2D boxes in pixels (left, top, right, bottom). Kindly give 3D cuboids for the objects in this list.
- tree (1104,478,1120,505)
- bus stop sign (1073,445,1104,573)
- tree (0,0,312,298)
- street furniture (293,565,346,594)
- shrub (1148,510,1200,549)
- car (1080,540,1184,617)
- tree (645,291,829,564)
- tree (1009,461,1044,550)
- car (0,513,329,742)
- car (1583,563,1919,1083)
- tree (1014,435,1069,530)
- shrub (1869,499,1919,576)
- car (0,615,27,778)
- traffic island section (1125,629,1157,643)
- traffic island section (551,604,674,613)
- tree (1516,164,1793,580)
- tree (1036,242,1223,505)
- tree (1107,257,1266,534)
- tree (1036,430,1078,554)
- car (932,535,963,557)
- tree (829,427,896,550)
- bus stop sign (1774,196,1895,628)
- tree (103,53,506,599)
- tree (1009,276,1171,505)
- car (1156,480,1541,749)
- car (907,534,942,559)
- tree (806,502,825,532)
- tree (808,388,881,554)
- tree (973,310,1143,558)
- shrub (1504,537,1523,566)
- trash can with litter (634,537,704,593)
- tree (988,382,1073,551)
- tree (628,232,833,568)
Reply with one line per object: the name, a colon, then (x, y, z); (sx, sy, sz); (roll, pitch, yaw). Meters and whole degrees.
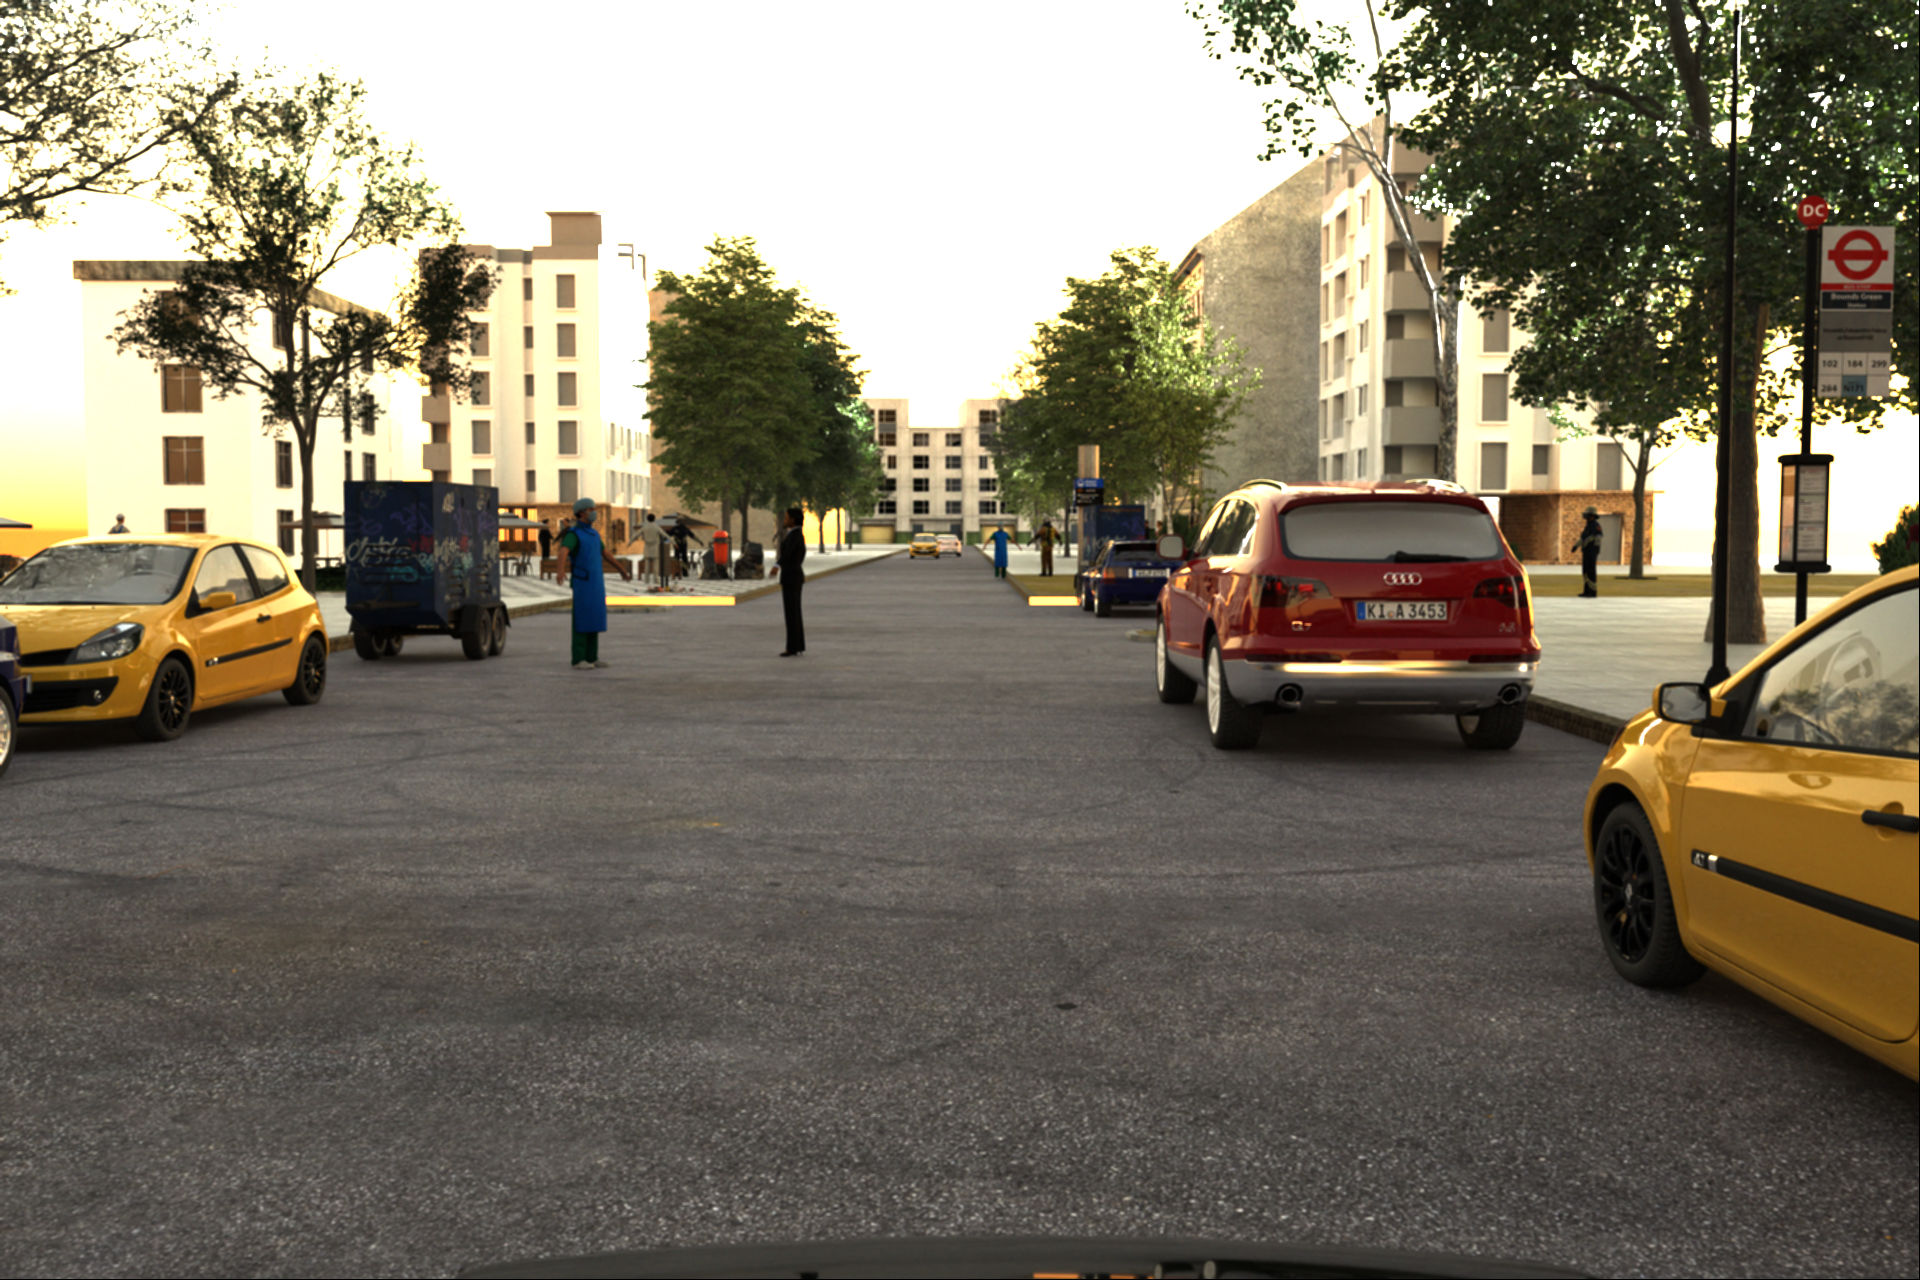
tree: (21.113, -17.875, 226.675); (7.601, 10.594, 8.767); (0, 4, -3)
bus stop sign: (3.822, -3.825, 51.551); (0.837, 3.901, 0.837); (0, 4, 0)
tree: (-12.787, -6.649, 19.084); (12.009, 13.543, 11.850); (0, 3, 0)
street furniture: (-15.667, -1.608, 41.909); (5.734, 0.657, 10.072); (-3, 5, -42)
shrub: (6.289, -2.826, 50.632); (1.690, 2.028, 1.600); (0, 3, 0)
car: (3.166, -1.135, 31.139); (1.945, 1.354, 3.894); (0, 4, -1)
tree: (-9.468, -9.122, 74.893); (9.928, 11.665, 9.643); (0, 3, 0)
tree: (5.968, -11.561, 139.380); (4.360, 8.622, 3.978); (0, 3, 0)
car: (-6.278, -0.181, 13.185); (2.015, 1.641, 3.980); (0, 4, 0)
car: (2.976, 0.359, 4.352); (2.015, 1.641, 3.980); (0, 4, -1)
tree: (6.030, -10.279, 118.421); (4.737, 8.622, 4.395); (0, 3, 0)
shrub: (20.222, -1.972, 36.660); (1.690, 2.028, 1.600); (0, 3, 0)
car: (-6.377, 0.246, 8.562); (1.945, 1.354, 3.894); (0, 3, 0)
traffic island section: (3.287, -0.050, 23.678); (1.991, 0.108, 1.994); (0, 4, 1)
traffic island section: (-6.412, -0.575, 32.273); (1.991, 0.108, 1.994); (0, 4, 0)
tree: (19.364, -7.534, 48.943); (9.928, 11.665, 9.643); (0, 3, 0)
tree: (6.779, -9.134, 67.466); (7.486, 12.596, 7.792); (0, 3, 0)
tree: (5.705, -5.850, 46.005); (4.737, 8.622, 4.395); (0, 3, 0)
tree: (6.175, -9.753, 109.826); (4.360, 8.622, 3.978); (0, 3, 0)
car: (-0.867, -6.041, 111.137); (2.083, 1.381, 4.827); (0, 4, -1)
tree: (-8.689, -12.672, 141.599); (7.601, 10.594, 8.767); (-2, 4, -28)
bus stop sign: (6.944, -1.533, 13.766); (0.855, 3.939, 0.416); (0, 3, 0)
tree: (-12.240, -6.025, 32.927); (8.767, 10.594, 7.601); (1, 4, 22)
tree: (6.051, -9.721, 77.072); (7.486, 12.596, 7.792); (0, 3, 0)
car: (2.698, -0.269, 13.078); (2.281, 1.827, 5.304); (0, 4, 0)
car: (-2.066, -5.606, 101.881); (2.015, 1.641, 3.980); (0, 4, 0)
tree: (-18.535, -17.110, 230.103); (4.737, 8.622, 4.395); (0, 3, 0)
tree: (-9.052, -11.477, 113.399); (9.928, 11.665, 9.643); (0, 3, 0)
tree: (5.821, -11.283, 94.851); (12.009, 13.543, 11.850); (0, 3, 0)
shrub: (14.598, -2.154, 46.337); (1.383, 1.207, 1.383); (0, 3, 0)
trash can with litter: (-6.427, -1.692, 38.721); (1.678, 1.210, 2.233); (0, 4, 1)
tree: (5.694, -12.891, 128.898); (7.486, 12.596, 7.792); (0, 3, 0)
tree: (-8.661, -9.002, 65.312); (7.486, 12.596, 7.792); (0, 3, 0)
